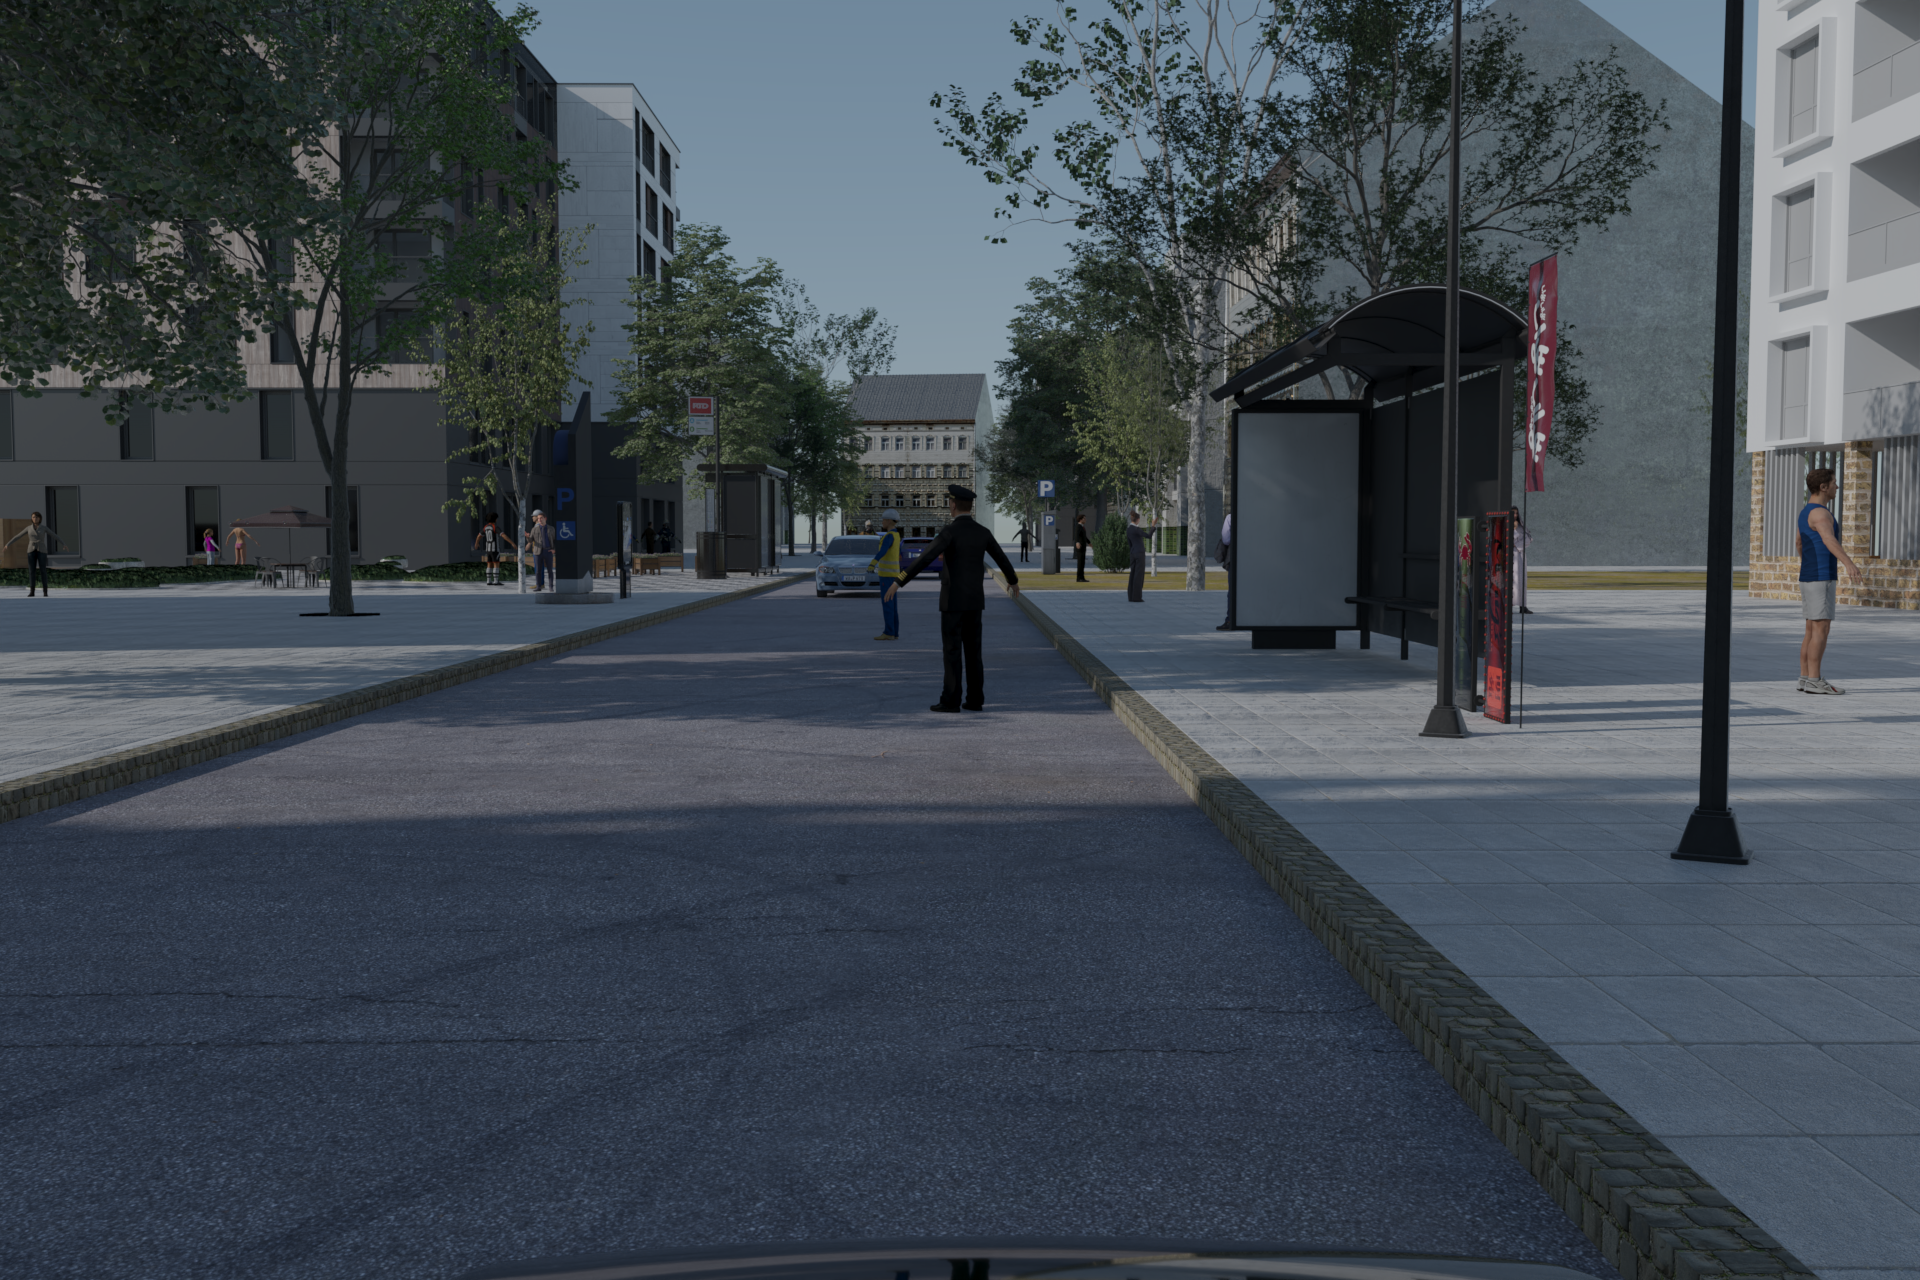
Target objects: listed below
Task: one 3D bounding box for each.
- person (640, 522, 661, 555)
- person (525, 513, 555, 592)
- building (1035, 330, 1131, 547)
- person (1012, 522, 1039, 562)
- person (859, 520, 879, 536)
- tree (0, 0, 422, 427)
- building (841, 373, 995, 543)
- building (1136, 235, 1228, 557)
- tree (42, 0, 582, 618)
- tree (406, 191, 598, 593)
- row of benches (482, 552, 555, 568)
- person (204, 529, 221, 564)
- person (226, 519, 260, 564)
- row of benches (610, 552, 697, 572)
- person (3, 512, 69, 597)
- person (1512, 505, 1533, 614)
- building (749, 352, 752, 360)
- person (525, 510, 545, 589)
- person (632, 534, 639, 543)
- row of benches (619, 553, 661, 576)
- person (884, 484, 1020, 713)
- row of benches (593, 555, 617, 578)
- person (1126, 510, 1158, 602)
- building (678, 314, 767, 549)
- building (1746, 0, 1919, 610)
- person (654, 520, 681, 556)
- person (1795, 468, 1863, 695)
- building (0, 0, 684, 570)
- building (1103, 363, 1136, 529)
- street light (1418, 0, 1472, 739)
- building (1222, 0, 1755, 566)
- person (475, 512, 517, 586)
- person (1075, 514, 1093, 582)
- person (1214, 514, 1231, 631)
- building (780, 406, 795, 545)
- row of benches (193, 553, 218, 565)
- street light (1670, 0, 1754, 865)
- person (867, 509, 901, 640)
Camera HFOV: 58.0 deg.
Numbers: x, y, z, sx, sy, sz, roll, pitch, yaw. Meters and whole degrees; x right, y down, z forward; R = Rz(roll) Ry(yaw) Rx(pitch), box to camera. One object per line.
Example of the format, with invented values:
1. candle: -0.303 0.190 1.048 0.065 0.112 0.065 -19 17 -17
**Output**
1. person: -13.171 -4.136 73.756 1.346 1.812 0.704 2 4 35
2. person: -9.281 -1.947 38.407 0.617 1.759 0.750 0 4 4
3. building: 22.098 -21.169 190.085 27.936 21.610 32.646 0 4 0
4. person: 2.959 -4.467 79.168 1.348 1.813 0.705 2 4 25
5. person: -2.736 -2.692 52.247 1.354 1.858 0.705 -1 4 -15
6. tree: -9.455 -6.588 14.371 9.857 13.997 8.962 0 3 0
7. building: -5.457 -24.659 236.564 18.063 23.208 19.493 1 4 9
8. building: 21.334 -14.916 110.334 16.747 18.905 31.486 0 4 -1
9. tree: -9.784 -6.169 26.611 9.928 11.665 9.643 0 3 0
10. tree: -9.626 -5.327 37.464 4.737 8.622 4.395 0 3 0
11. row of benches: -14.222 -2.566 57.413 4.104 0.672 1.422 2 4 29
12. person: -21.741 -2.515 50.379 0.991 1.433 0.599 3 5 44
13. person: -21.322 -2.731 51.463 1.217 1.733 0.721 1 4 19
14. row of benches: -9.965 -2.635 58.538 4.104 0.672 1.422 0 4 -8
15. person: -18.840 -1.747 35.330 1.215 1.744 0.721 -1 4 -15
16. person: 8.905 -1.297 27.918 0.551 1.740 0.621 -2 4 -23
17. building: -25.694 -19.425 174.024 16.016 20.090 11.380 0 4 0
18. person: -9.915 -2.128 40.650 0.705 1.847 1.347 0 4 1
19. person: -13.480 -3.930 70.216 0.705 1.833 1.349 2 4 23
20. row of benches: -10.217 -2.433 55.236 1.422 0.672 4.104 -1 4 -20
21. person: -0.004 -0.343 13.999 1.347 1.837 0.705 -3 4 -37
22. row of benches: -10.831 -2.169 50.922 1.422 0.672 4.104 0 4 1
23. person: 3.449 -1.576 32.610 0.742 1.727 0.445 2 4 32
24. building: -28.096 -20.242 161.885 19.493 23.208 18.063 0 4 -1
25. building: 20.921 -10.770 32.513 16.016 20.090 11.380 0 4 0
26. person: -11.822 -3.914 69.775 0.705 1.856 1.354 3 5 43
27. person: 6.944 -0.476 13.950 0.704 1.807 1.345 1 4 11
28. building: -28.700 -14.227 76.587 27.936 21.610 32.646 0 4 -1
29. building: 23.244 -20.400 164.475 19.493 23.208 18.063 0 4 -1
30. street light: 3.631 -2.343 10.842 1.470 5.913 1.316 0 4 0
31. building: 22.510 -15.065 77.249 19.493 23.208 18.063 0 4 0
32. person: -11.572 -2.254 43.002 1.345 1.843 0.704 2 4 28
33. person: 3.262 -2.445 46.168 0.705 1.806 1.347 1 4 19
34. person: 3.713 -1.046 23.017 0.709 1.838 0.599 -1 4 -10
35. building: -29.979 -21.078 211.089 16.747 18.905 31.486 0 4 0
36. row of benches: -23.786 -2.392 54.568 1.422 0.672 4.104 -2 4 -25
37. street light: 3.532 -2.089 6.704 1.470 5.913 1.316 0 4 0
38. person: -1.035 -0.891 23.488 0.721 1.772 1.216 1 4 13
